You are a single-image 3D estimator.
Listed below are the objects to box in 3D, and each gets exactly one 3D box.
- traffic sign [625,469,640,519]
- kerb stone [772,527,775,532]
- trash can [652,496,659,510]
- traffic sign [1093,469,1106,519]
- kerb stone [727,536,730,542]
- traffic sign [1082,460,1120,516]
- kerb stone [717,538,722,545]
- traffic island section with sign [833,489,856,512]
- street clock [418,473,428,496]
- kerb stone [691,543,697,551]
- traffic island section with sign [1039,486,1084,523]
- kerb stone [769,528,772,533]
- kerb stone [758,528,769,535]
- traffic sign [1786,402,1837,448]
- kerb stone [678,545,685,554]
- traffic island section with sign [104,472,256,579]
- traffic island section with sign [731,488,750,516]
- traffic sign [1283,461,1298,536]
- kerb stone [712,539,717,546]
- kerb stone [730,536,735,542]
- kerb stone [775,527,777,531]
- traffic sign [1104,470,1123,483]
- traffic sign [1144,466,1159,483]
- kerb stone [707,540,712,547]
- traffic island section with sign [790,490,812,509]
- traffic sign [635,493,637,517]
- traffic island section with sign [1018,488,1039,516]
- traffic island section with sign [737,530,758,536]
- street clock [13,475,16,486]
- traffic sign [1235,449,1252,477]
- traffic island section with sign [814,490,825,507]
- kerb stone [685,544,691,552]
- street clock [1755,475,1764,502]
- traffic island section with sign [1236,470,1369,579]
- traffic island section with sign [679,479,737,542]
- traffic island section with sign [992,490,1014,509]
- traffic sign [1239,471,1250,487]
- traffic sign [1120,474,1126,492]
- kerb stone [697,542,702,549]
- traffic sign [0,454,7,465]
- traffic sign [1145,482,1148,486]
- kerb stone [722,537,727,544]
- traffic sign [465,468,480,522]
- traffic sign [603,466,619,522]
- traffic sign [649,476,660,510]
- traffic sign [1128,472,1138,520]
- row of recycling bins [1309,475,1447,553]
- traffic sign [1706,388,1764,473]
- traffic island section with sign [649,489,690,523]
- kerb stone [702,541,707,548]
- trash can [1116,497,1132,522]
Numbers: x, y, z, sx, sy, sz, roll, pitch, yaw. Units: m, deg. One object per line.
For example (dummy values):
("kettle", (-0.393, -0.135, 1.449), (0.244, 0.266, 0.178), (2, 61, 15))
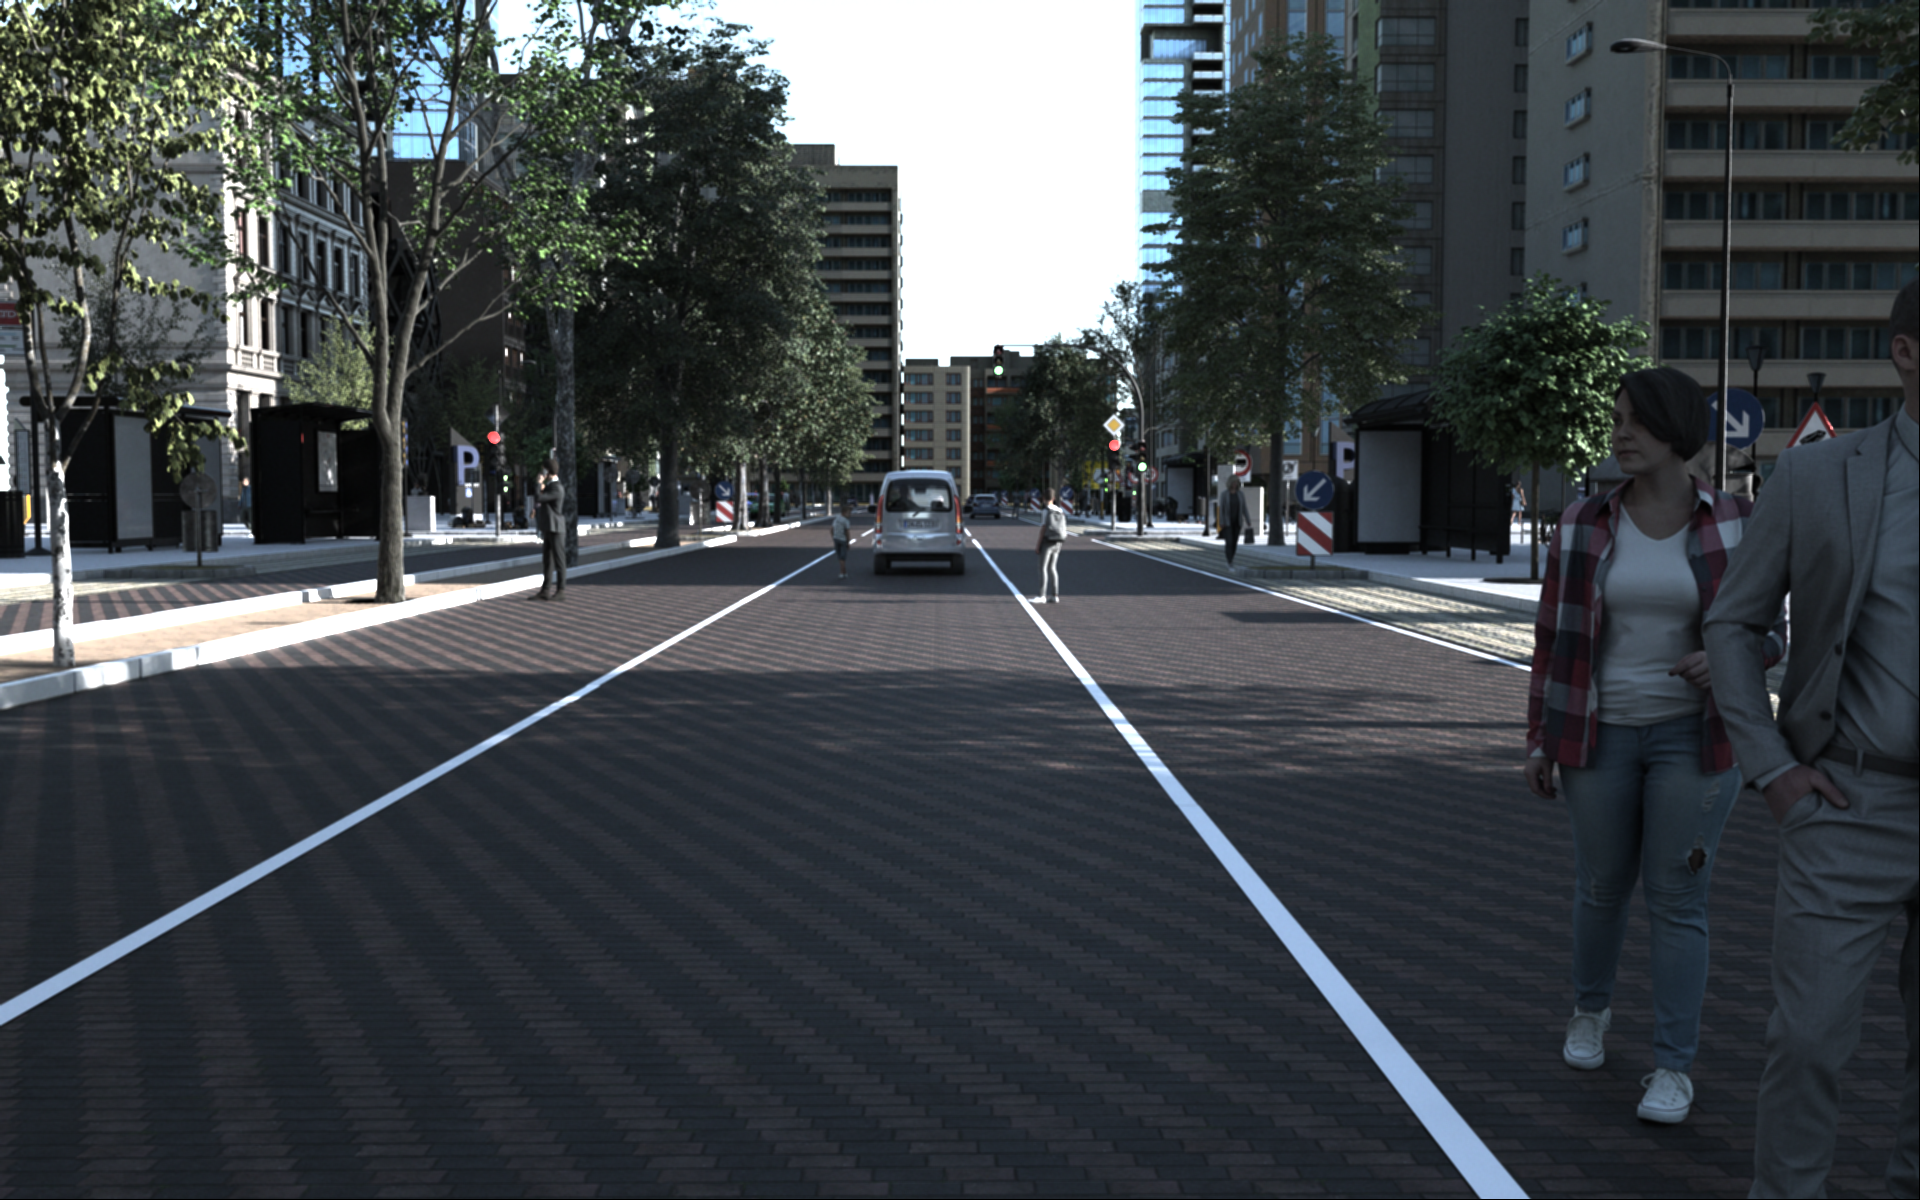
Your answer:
("traffic sign", (-16.758, -5.418, 88.685), (0.768, 2.556, 0.104), (0, 4, 0))
("kerb stone", (-7.126, -2.603, 64.751), (0.120, 0.150, 1.000), (0, 4, -1))
("trash can", (-21.741, -6.876, 124.070), (0.748, 1.137, 0.748), (0, 3, 0))
("traffic sign", (7.213, -5.449, 89.192), (0.768, 2.556, 0.104), (0, 4, 7))
("kerb stone", (-6.948, -1.759, 50.960), (0.120, 0.150, 1.000), (0, 4, -1))
("traffic sign", (8.319, -6.631, 102.292), (2.265, 3.308, 0.079), (0, 4, 5))
("kerb stone", (-6.923, -1.629, 48.912), (0.120, 0.150, 1.000), (0, 4, -1))
("traffic island section with sign", (-9.120, -7.784, 135.410), (2.006, 1.907, 1.989), (0, 4, -1))
("street clock", (-18.699, -3.412, 60.356), (0.358, 2.002, 0.471), (0, 4, -1))
("kerb stone", (-6.847, -1.320, 43.777), (0.120, 0.150, 1.000), (0, 4, -1))
("traffic island section with sign", (5.085, -4.695, 85.394), (1.989, 1.847, 2.006), (0, 4, -1))
("kerb stone", (-7.123, -2.539, 63.729), (0.120, 0.150, 1.000), (0, 4, -1))
("kerb stone", (-7.110, -2.477, 62.701), (0.120, 0.150, 1.000), (0, 4, -1))
("traffic sign", (12.048, -1.498, 24.491), (0.884, 2.594, 0.081), (0, 4, 7))
("kerb stone", (-6.819, -1.194, 41.711), (0.120, 0.150, 1.000), (0, 4, -1))
("traffic island section with sign", (-13.403, -1.309, 30.028), (1.989, 1.847, 2.006), (0, 4, -1))
("traffic island section with sign", (-14.499, -6.329, 112.101), (1.989, 1.847, 2.006), (0, 4, -1))
("traffic sign", (9.883, -3.068, 52.284), (0.606, 2.300, 0.079), (0, 4, 4))
("kerb stone", (-6.909, -1.571, 47.876), (0.120, 0.150, 1.000), (0, 4, -1))
("kerb stone", (-6.956, -1.822, 51.988), (0.120, 0.150, 1.000), (0, 4, -1))
("kerb stone", (-7.146, -2.665, 65.775), (0.120, 0.150, 1.000), (0, 4, -1))
("traffic sign", (7.182, -4.957, 81.051), (0.884, 2.594, 0.081), (0, 4, 8))
("traffic sign", (8.520, -4.749, 77.746), (0.768, 2.556, 0.104), (0, 4, 3))
("kerb stone", (-6.889, -1.505, 46.847), (0.120, 0.150, 1.000), (0, 4, -1))
("traffic island section with sign", (-15.172, -9.399, 162.297), (1.989, 1.847, 2.006), (0, 4, -1))
("traffic sign", (-18.288, -5.967, 97.659), (0.768, 2.556, 0.104), (0, 4, 0))
("traffic island section with sign", (4.717, -6.344, 112.347), (1.989, 1.847, 2.006), (0, 4, -1))
("traffic island section with sign", (-8.109, -3.189, 60.279), (2.006, 1.907, 1.989), (0, 4, -1))
("street clock", (-34.583, -3.620, 63.763), (0.358, 2.002, 0.471), (0, 4, 5))
("traffic sign", (7.924, -3.014, 49.378), (0.768, 2.556, 0.104), (0, 4, 1))
("traffic island section with sign", (-15.521, -11.047, 189.250), (1.989, 1.847, 2.006), (0, 4, -1))
("kerb stone", (-6.838, -1.250, 42.743), (0.120, 0.150, 1.000), (0, 4, -1))
("street clock", (29.542, -3.654, 64.316), (0.358, 2.002, 0.471), (-3, 4, -37))
("traffic island section with sign", (5.823, -1.295, 29.808), (1.989, 1.847, 2.006), (0, 4, -1))
("traffic island section with sign", (-8.020, -2.736, 52.872), (2.006, 1.907, 1.989), (0, 4, -1))
("traffic island section with sign", (4.042, -9.445, 163.060), (1.989, 1.847, 2.006), (0, 4, -1))
("traffic sign", (9.860, -3.576, 60.597), (0.606, 2.300, 0.079), (0, 4, 8))
("traffic sign", (10.401, -6.874, 112.398), (0.884, 2.594, 0.081), (0, 4, 2))
("kerb stone", (-6.868, -1.383, 44.803), (0.120, 0.150, 1.000), (0, 4, -1))
("traffic sign", (-17.846, -1.934, 31.622), (0.884, 2.594, 0.081), (0, 4, 2))
("traffic sign", (11.511, -6.626, 108.341), (0.884, 2.594, 0.081), (0, 4, 3))
("kerb stone", (-6.926, -1.697, 49.934), (0.120, 0.150, 1.000), (0, 4, -1))
("traffic sign", (-19.005, -3.999, 67.505), (0.606, 2.300, 0.079), (0, 4, 6))
("traffic sign", (-16.108, -4.881, 79.914), (0.768, 2.556, 0.104), (1, 4, 9))
("traffic sign", (-21.729, -7.524, 123.119), (0.768, 2.556, 0.104), (0, 4, 7))
("traffic sign", (8.619, -5.181, 84.819), (0.768, 2.556, 0.104), (0, 4, 6))
("row of recycling bins", (9.420, -1.928, 38.631), (3.534, 1.692, 1.069), (-1, 4, -23))
("traffic sign", (9.244, -1.269, 20.854), (0.768, 2.556, 0.104), (0, 4, 6))
("traffic island section with sign", (-14.145, -4.680, 85.148), (1.989, 1.847, 2.006), (0, 4, -1))
("kerb stone", (-6.875, -1.445, 45.825), (0.120, 0.150, 1.000), (0, 4, -1))
("trash can", (7.513, -4.128, 79.143), (0.748, 1.137, 0.748), (0, 3, 0))
